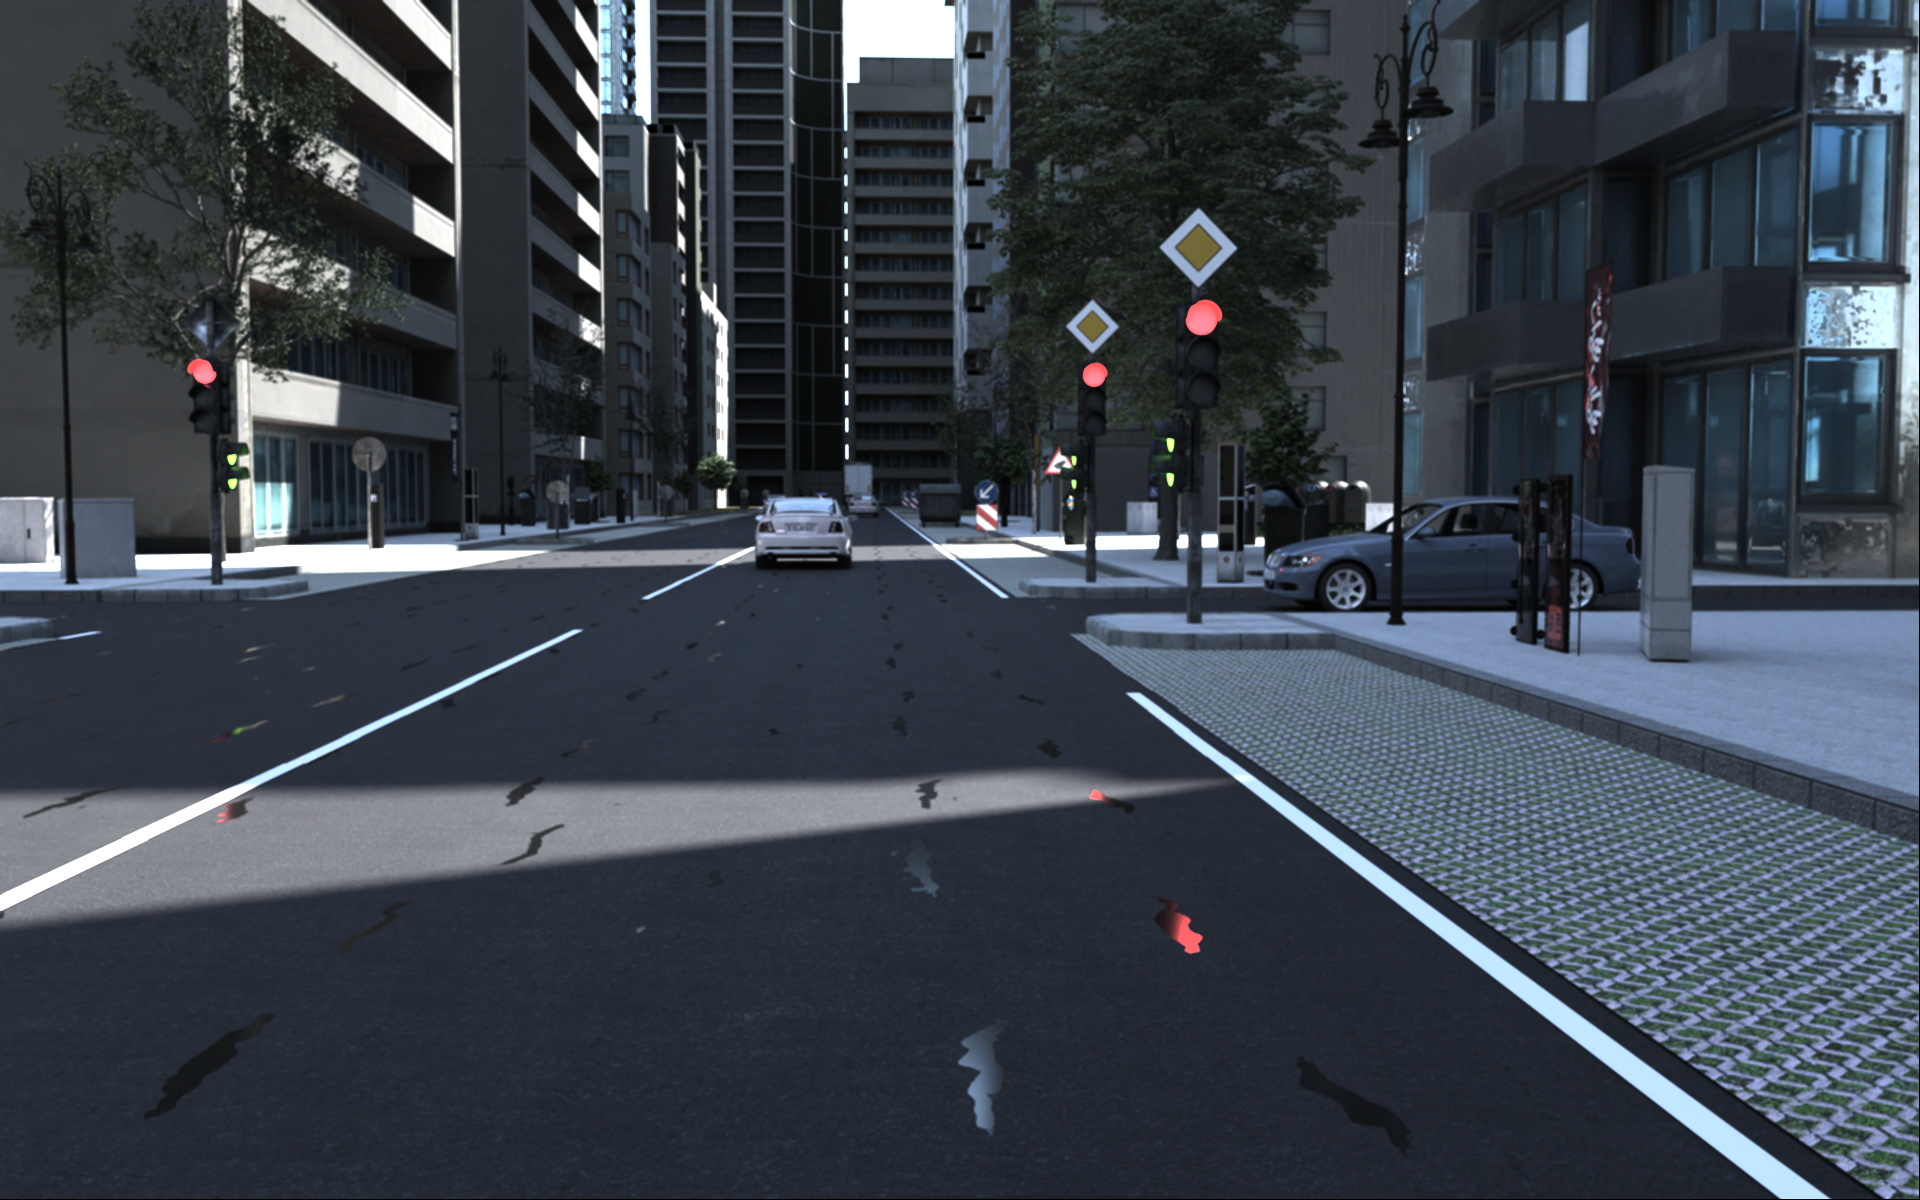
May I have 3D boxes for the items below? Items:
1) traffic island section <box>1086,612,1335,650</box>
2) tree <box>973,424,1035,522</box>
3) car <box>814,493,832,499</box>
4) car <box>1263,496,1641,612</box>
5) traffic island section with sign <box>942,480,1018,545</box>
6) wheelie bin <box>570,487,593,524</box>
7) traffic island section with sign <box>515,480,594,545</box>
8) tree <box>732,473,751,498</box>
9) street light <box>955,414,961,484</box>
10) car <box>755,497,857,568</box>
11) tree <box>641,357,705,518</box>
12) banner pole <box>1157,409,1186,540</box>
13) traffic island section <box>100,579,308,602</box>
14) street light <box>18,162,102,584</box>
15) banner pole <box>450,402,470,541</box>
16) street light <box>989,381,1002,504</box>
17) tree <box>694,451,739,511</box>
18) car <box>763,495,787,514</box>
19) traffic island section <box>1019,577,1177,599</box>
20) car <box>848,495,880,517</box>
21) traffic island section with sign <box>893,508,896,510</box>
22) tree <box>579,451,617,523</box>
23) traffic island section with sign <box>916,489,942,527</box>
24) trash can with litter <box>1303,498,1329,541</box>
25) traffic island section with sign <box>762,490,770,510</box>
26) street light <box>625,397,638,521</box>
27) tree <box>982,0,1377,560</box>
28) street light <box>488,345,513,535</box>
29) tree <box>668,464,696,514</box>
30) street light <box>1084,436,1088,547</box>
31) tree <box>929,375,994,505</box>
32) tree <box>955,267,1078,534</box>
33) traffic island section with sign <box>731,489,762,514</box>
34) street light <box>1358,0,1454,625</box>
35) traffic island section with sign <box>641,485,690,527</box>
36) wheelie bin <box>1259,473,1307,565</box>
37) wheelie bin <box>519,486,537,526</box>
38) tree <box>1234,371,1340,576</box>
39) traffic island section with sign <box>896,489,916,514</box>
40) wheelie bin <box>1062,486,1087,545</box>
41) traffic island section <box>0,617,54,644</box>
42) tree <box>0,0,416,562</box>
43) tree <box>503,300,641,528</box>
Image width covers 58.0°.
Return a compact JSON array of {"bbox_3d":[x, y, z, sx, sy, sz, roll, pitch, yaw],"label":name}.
[{"bbox_3d":[2.353,0.309,17.236,2.009,0.180,2.903,0,4,-3],"label":"traffic island section"},{"bbox_3d":[2.060,-5.908,80.317,4.285,4.588,4.351,0,3,0],"label":"tree"},{"bbox_3d":[-12.824,-9.220,160.333,1.945,1.707,3.694,0,4,-1],"label":"car"},{"bbox_3d":[6.010,-0.573,21.377,4.499,1.417,2.014,0,4,-3],"label":"car"},{"bbox_3d":[0.604,-2.517,49.773,1.989,1.847,2.006,0,4,-3],"label":"traffic island section with sign"},{"bbox_3d":[-16.007,-3.997,73.267,0.980,1.594,0.693,-1,4,-10],"label":"wheelie bin"},{"bbox_3d":[-11.560,-2.507,49.612,1.989,1.847,2.006,0,4,-3],"label":"traffic island section with sign"},{"bbox_3d":[-19.897,-9.884,156.203,1.663,3.219,1.824,0,3,0],"label":"tree"},{"bbox_3d":[-0.103,-7.774,99.890,0.468,5.910,1.993,0,4,-3],"label":"street light"},{"bbox_3d":[-3.111,-1.380,34.919,2.083,1.381,4.827,0,4,-3],"label":"car"},{"bbox_3d":[-16.164,-8.790,94.077,4.360,8.622,3.978,0,3,0],"label":"tree"},{"bbox_3d":[5.916,-3.583,48.600,0.863,3.779,0.401,1,4,18],"label":"banner pole"},{"bbox_3d":[-10.547,-0.139,24.550,2.009,0.180,2.903,0,4,-3],"label":"traffic island section"},{"bbox_3d":[-12.680,-3.166,24.546,0.468,5.910,1.993,0,4,-3],"label":"street light"},{"bbox_3d":[-13.625,-3.482,46.951,0.401,3.779,0.863,0,4,8],"label":"banner pole"},{"bbox_3d":[1.449,-6.008,71.023,0.468,5.910,1.993,0,4,-3],"label":"street light"},{"bbox_3d":[-18.449,-9.024,131.249,4.285,4.588,4.351,0,3,0],"label":"tree"},{"bbox_3d":[-13.619,-7.125,128.856,2.083,1.381,4.827,0,4,-4],"label":"car"},{"bbox_3d":[1.927,-0.179,25.210,2.009,0.180,2.903,0,4,-3],"label":"traffic island section"},{"bbox_3d":[-6.044,-5.899,108.816,2.083,1.381,4.827,0,4,-2],"label":"car"},{"bbox_3d":[-4.955,-8.885,153.898,1.989,1.847,2.006,0,4,-3],"label":"traffic island section with sign"},{"bbox_3d":[-16.503,-5.119,78.296,1.663,3.219,1.824,0,3,0],"label":"tree"},{"bbox_3d":[-0.829,-4.170,76.815,1.989,1.847,2.006,0,4,-3],"label":"traffic island section with sign"},{"bbox_3d":[7.346,-1.392,33.813,2.233,1.210,1.678,0,4,2],"label":"trash can with litter"},{"bbox_3d":[-17.100,-8.841,153.171,1.989,1.847,2.006,0,4,-3],"label":"traffic island section with sign"},{"bbox_3d":[-15.671,-6.714,82.567,0.468,5.910,1.993,0,4,-3],"label":"street light"},{"bbox_3d":[4.094,-7.075,33.809,7.486,12.596,7.792,0,3,0],"label":"tree"},{"bbox_3d":[-14.223,-4.949,53.709,0.468,5.910,1.993,0,4,-3],"label":"street light"},{"bbox_3d":[-17.958,-7.267,113.418,1.663,3.219,1.824,0,3,0],"label":"tree"},{"bbox_3d":[3.110,-4.225,41.871,0.468,5.910,1.993,0,4,-3],"label":"street light"},{"bbox_3d":[0.013,-9.545,106.426,4.737,8.622,4.395,0,3,0],"label":"tree"},{"bbox_3d":[2.197,-6.410,55.165,4.360,8.622,3.978,0,3,0],"label":"tree"},{"bbox_3d":[-15.649,-7.190,126.182,1.989,1.847,2.006,0,4,-3],"label":"traffic island section with sign"},{"bbox_3d":[4.291,-2.696,16.861,0.468,5.910,1.993,0,4,-3],"label":"street light"},{"bbox_3d":[-13.015,-4.166,76.735,1.989,1.847,2.006,0,4,-3],"label":"traffic island section with sign"},{"bbox_3d":[4.823,-1.099,25.873,0.693,1.594,0.980,1,4,13],"label":"wheelie bin"},{"bbox_3d":[-17.352,-3.769,69.534,0.693,1.594,0.980,-1,4,-12],"label":"wheelie bin"},{"bbox_3d":[5.190,-2.005,27.381,1.663,3.219,1.824,0,3,0],"label":"tree"},{"bbox_3d":[-3.498,-7.230,126.839,1.989,1.847,2.006,0,4,-3],"label":"traffic island section with sign"},{"bbox_3d":[2.922,-2.194,43.781,0.693,1.594,0.980,0,4,3],"label":"wheelie bin"},{"bbox_3d":[-10.121,0.349,16.576,2.009,0.180,2.903,0,4,-3],"label":"traffic island section"},{"bbox_3d":[-14.056,-5.969,32.004,8.767,10.594,7.601,1,4,11],"label":"tree"},{"bbox_3d":[-15.071,-7.061,65.812,4.360,8.622,3.978,0,3,0],"label":"tree"}]
